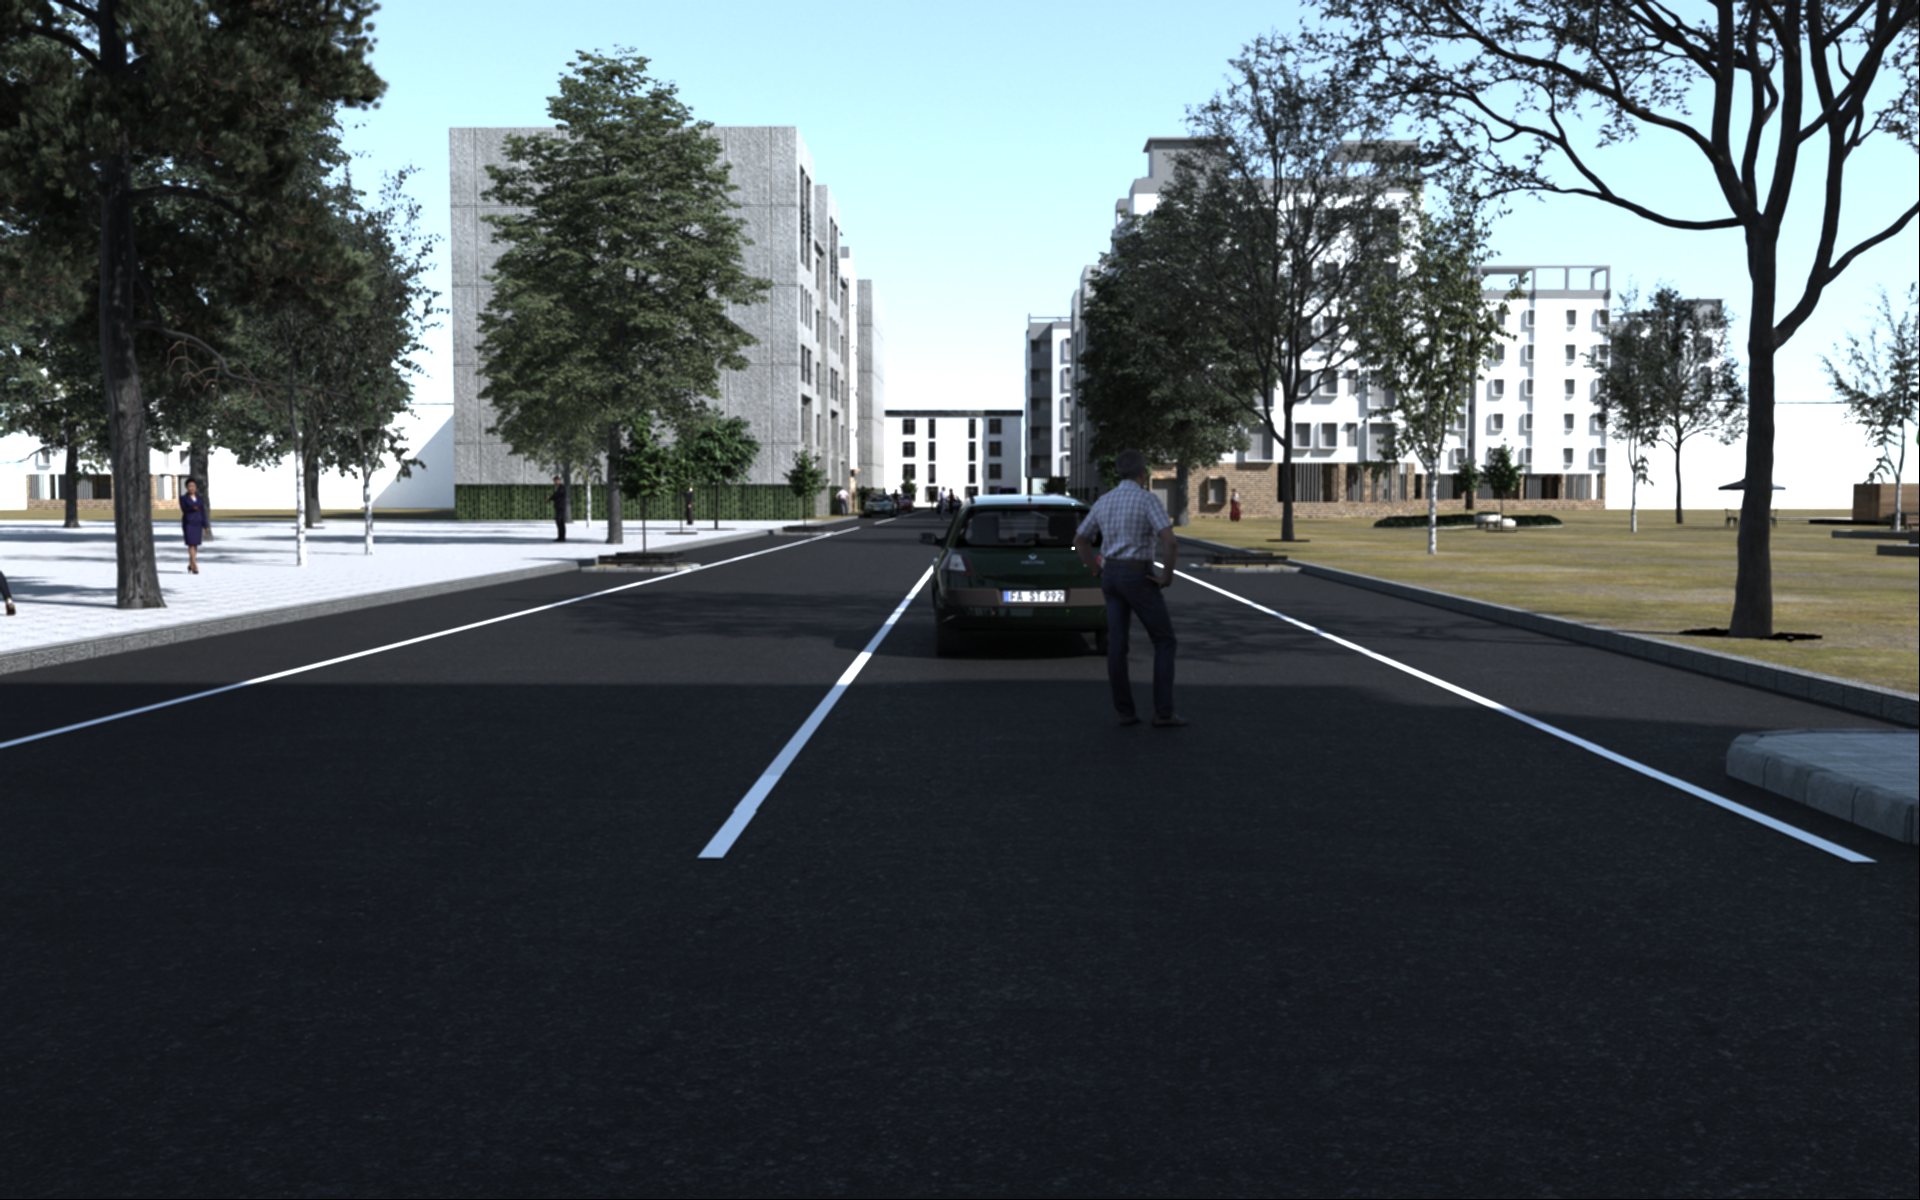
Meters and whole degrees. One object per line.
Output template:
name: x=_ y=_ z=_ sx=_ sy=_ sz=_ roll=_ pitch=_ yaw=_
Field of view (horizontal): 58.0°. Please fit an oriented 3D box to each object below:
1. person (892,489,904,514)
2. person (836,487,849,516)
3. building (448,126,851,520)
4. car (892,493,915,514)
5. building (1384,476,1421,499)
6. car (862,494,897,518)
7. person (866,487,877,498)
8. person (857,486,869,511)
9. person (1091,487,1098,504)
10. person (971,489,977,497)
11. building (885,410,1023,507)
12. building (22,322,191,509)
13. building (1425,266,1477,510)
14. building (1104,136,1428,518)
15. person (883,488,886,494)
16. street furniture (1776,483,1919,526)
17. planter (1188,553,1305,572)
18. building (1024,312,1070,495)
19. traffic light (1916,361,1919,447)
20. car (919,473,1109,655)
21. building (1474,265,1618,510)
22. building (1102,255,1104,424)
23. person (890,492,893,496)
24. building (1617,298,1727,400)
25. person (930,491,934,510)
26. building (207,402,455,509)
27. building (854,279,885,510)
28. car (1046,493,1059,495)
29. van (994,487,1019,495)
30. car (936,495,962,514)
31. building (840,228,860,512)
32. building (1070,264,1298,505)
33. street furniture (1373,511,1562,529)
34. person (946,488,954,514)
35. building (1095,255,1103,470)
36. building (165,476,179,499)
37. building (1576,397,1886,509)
person: x=-4.616 y=-7.149 z=125.530 sx=1.348 sy=1.807 sz=0.705 roll=3 pitch=5 yaw=44
person: x=-6.825 y=-5.736 z=100.768 sx=0.756 sy=1.711 sz=0.436 roll=0 pitch=4 yaw=5
building: x=-15.939 y=-14.245 z=99.358 sx=16.747 sy=18.905 sz=31.486 roll=0 pitch=4 yaw=1
car: x=-4.401 y=-7.333 z=128.933 sx=2.155 sy=1.783 sz=4.494 roll=0 pitch=4 yaw=2
building: x=34.259 y=-18.877 z=175.089 sx=31.486 sy=18.905 sz=16.747 roll=0 pitch=4 yaw=1
car: x=-4.831 y=-5.714 z=105.220 sx=2.131 sy=1.459 sz=4.920 roll=0 pitch=4 yaw=1
person: x=-6.863 y=-8.014 z=137.084 sx=1.348 sy=1.823 sz=0.705 roll=1 pitch=4 yaw=22
person: x=-7.149 y=-7.458 z=127.606 sx=1.348 sy=1.869 sz=0.705 roll=3 pitch=4 yaw=36
person: x=8.555 y=-6.324 z=110.163 sx=0.721 sy=1.735 sz=1.217 roll=-1 pitch=4 yaw=-12
person: x=0.993 y=-6.818 z=120.419 sx=0.683 sy=1.767 sz=0.568 roll=3 pitch=4 yaw=38
building: x=-7.729 y=-14.125 z=173.092 sx=28.070 sy=9.664 sz=9.099 roll=0 pitch=4 yaw=1
building: x=-72.643 y=-18.084 z=152.093 sx=11.380 sy=20.091 sz=16.016 roll=0 pitch=4 yaw=1
building: x=36.474 y=-17.970 z=150.230 sx=11.380 sy=20.091 sz=16.016 roll=0 pitch=4 yaw=1
building: x=16.651 y=-14.744 z=97.486 sx=16.016 sy=20.091 sz=11.380 roll=0 pitch=4 yaw=1
person: x=-6.562 y=-8.808 z=150.008 sx=0.705 sy=1.831 sz=1.348 roll=-1 pitch=4 yaw=-13
street furniture: x=40.863 y=-3.986 z=72.024 sx=11.010 sy=1.723 sz=9.812 roll=0 pitch=4 yaw=-4
planter: x=5.337 y=-0.704 z=32.645 sx=1.991 sy=0.319 sz=1.994 roll=0 pitch=4 yaw=1
building: x=12.363 y=-19.499 z=175.236 sx=11.380 sy=20.091 sz=16.016 roll=0 pitch=4 yaw=1
traffic light: x=4.864 y=-1.139 z=7.871 sx=0.839 sy=4.213 sz=0.868 roll=0 pitch=4 yaw=1
car: x=0.602 y=-0.429 z=16.809 sx=2.009 sy=1.686 sz=4.222 roll=0 pitch=4 yaw=-1
building: x=47.847 y=-17.938 z=149.699 sx=11.380 sy=20.091 sz=16.016 roll=0 pitch=4 yaw=1
building: x=17.511 y=-15.438 z=108.832 sx=16.016 sy=20.091 sz=11.380 roll=0 pitch=4 yaw=1
person: x=-6.496 y=-9.237 z=160.253 sx=0.799 sy=1.438 sz=0.628 roll=1 pitch=4 yaw=16
building: x=68.170 y=-19.413 z=173.818 sx=11.380 sy=20.091 sz=16.016 roll=0 pitch=4 yaw=1
person: x=-2.422 y=-8.969 z=155.968 sx=0.721 sy=1.723 sz=1.217 roll=0 pitch=4 yaw=-1
building: x=-52.865 y=-13.034 z=155.260 sx=28.070 sy=9.664 sz=9.099 roll=0 pitch=4 yaw=1
building: x=-22.783 y=-17.407 z=151.063 sx=31.486 sy=18.905 sz=16.747 roll=0 pitch=4 yaw=1
car: x=7.001 y=-7.525 z=132.625 sx=1.945 sy=1.707 sz=3.694 roll=0 pitch=4 yaw=0
van: x=4.225 y=-9.249 z=155.605 sx=2.240 sy=2.365 sz=5.245 roll=0 pitch=4 yaw=0
car: x=-0.778 y=-6.941 z=126.058 sx=1.945 sy=1.354 sz=3.894 roll=0 pitch=4 yaw=3
building: x=-15.125 y=-16.164 z=120.702 sx=16.016 sy=20.091 sz=11.380 roll=0 pitch=4 yaw=1
building: x=18.120 y=-16.842 z=141.831 sx=16.747 sy=18.905 sz=31.486 roll=0 pitch=4 yaw=1
street furniture: x=20.105 y=-3.218 z=68.238 sx=5.734 sy=0.657 sz=10.072 roll=3 pitch=4 yaw=38
person: x=-0.669 y=-6.968 z=122.372 sx=0.705 sy=1.831 sz=1.348 roll=-1 pitch=4 yaw=-23
building: x=17.592 y=-16.143 z=120.352 sx=16.016 sy=20.091 sz=11.380 roll=0 pitch=4 yaw=1
building: x=-63.885 y=-14.100 z=172.688 sx=28.070 sy=9.664 sz=9.099 roll=0 pitch=4 yaw=1
building: x=67.646 y=-12.961 z=154.052 sx=28.070 sy=9.664 sz=9.099 roll=0 pitch=4 yaw=1
